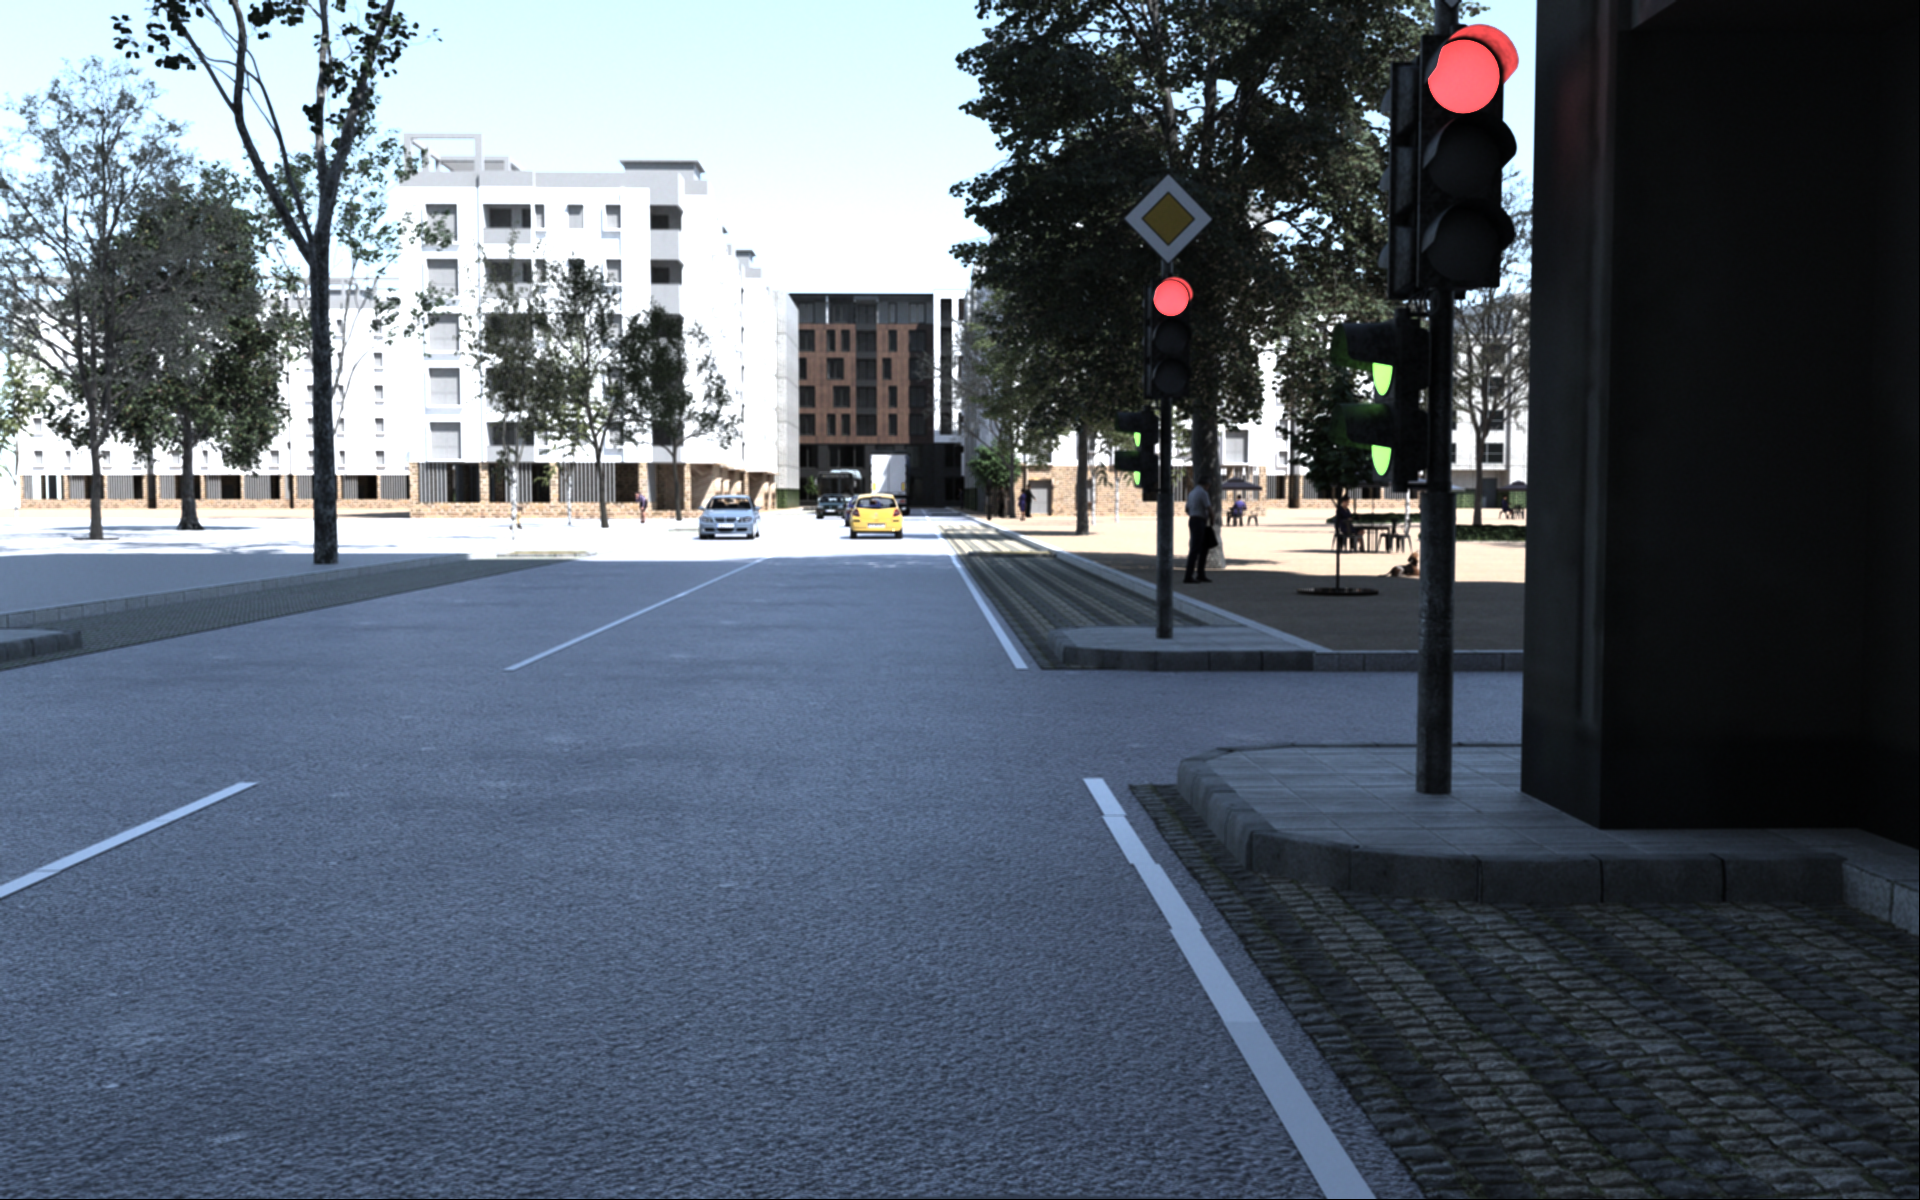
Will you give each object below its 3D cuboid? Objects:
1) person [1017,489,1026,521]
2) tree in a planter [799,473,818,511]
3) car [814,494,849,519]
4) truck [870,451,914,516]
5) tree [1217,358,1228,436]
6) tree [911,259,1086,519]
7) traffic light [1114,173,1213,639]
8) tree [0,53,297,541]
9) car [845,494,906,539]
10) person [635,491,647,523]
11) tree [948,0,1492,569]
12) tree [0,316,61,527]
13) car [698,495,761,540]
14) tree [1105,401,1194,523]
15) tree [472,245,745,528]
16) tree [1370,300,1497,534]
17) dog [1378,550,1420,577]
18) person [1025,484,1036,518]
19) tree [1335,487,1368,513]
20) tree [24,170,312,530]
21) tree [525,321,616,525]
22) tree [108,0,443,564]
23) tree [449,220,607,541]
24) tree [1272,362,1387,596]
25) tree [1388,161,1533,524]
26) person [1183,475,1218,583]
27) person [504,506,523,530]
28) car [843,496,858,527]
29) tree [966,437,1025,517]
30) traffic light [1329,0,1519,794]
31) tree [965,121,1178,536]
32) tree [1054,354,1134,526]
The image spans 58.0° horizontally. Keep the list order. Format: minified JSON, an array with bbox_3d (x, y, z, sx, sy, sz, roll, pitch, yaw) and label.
[{"bbox_3d":[2.897,-4.548,82.769,0.546,1.535,0.453,2,4,25],"label":"person"},{"bbox_3d":[-12.357,-8.998,144.331,1.991,3.239,1.994,0,4,-2],"label":"tree in a planter"},{"bbox_3d":[-7.401,-5.545,100.454,2.009,1.686,4.222,0,4,-1],"label":"car"},{"bbox_3d":[-4.661,-7.897,118.037,2.839,4.237,11.283,0,4,0],"label":"truck"},{"bbox_3d":[11.509,-8.230,84.919,4.737,8.622,4.395,0,3,0],"label":"tree"},{"bbox_3d":[2.619,-11.024,90.617,12.009,13.543,11.850,0,3,0],"label":"tree"},{"bbox_3d":[1.805,-1.616,15.335,0.839,4.253,0.868,0,4,-2],"label":"traffic light"},{"bbox_3d":[-23.914,-8.408,47.838,12.009,13.543,11.850,0,3,0],"label":"tree"},{"bbox_3d":[-2.742,-2.833,56.551,2.015,1.641,3.980,0,4,-3],"label":"car"},{"bbox_3d":[-13.875,-4.041,75.343,0.421,1.427,0.697,2,4,27],"label":"person"},{"bbox_3d":[4.163,-7.505,29.356,9.857,13.997,8.962,0,3,0],"label":"tree"},{"bbox_3d":[-37.276,-7.179,67.738,4.737,8.622,4.395,0,3,0],"label":"tree"},{"bbox_3d":[-7.426,-2.696,56.078,2.014,1.417,4.499,0,4,-3],"label":"car"},{"bbox_3d":[7.269,-7.774,77.473,4.737,8.622,4.395,0,3,0],"label":"tree"},{"bbox_3d":[-13.627,-7.989,65.040,7.601,10.594,8.767,2,4,32],"label":"tree"},{"bbox_3d":[14.573,-6.426,55.428,4.360,8.622,3.978,0,3,0],"label":"tree"},{"bbox_3d":[6.907,-0.569,27.036,0.748,0.427,0.550,1,4,20],"label":"dog"},{"bbox_3d":[3.782,-5.427,94.802,0.705,1.821,1.348,-2,4,-24],"label":"person"},{"bbox_3d":[19.981,-6.369,87.848,4.285,4.588,4.351,0,3,0],"label":"tree"},{"bbox_3d":[-27.515,-8.835,61.453,9.611,12.733,9.660,0,3,0],"label":"tree"},{"bbox_3d":[-16.379,-7.477,72.611,4.737,8.622,4.395,0,3,0],"label":"tree"},{"bbox_3d":[-13.181,-10.747,31.599,12.611,20.169,13.585,0,3,0],"label":"tree"},{"bbox_3d":[-12.147,-5.954,47.718,4.360,8.622,3.978,0,3,0],"label":"tree"},{"bbox_3d":[4.856,-1.680,22.064,1.663,3.219,1.824,0,3,0],"label":"tree"},{"bbox_3d":[19.484,-9.429,64.533,12.009,13.543,11.850,0,3,0],"label":"tree"},{"bbox_3d":[3.459,-1.029,25.081,0.590,1.554,0.614,-1,4,-21],"label":"person"},{"bbox_3d":[-15.927,-2.925,61.786,0.695,0.859,0.347,0,4,-4],"label":"person"},{"bbox_3d":[-4.234,-3.930,76.830,1.945,1.354,3.894,0,4,-3],"label":"car"},{"bbox_3d":[2.006,-7.019,98.478,4.285,4.588,4.351,0,3,0],"label":"tree"},{"bbox_3d":[2.024,-1.127,7.353,0.839,4.253,0.868,0,4,-2],"label":"traffic light"},{"bbox_3d":[4.180,-8.258,53.152,7.486,12.596,7.792,0,3,0],"label":"tree"},{"bbox_3d":[5.680,-7.339,70.356,4.360,8.622,3.978,0,3,0],"label":"tree"}]
